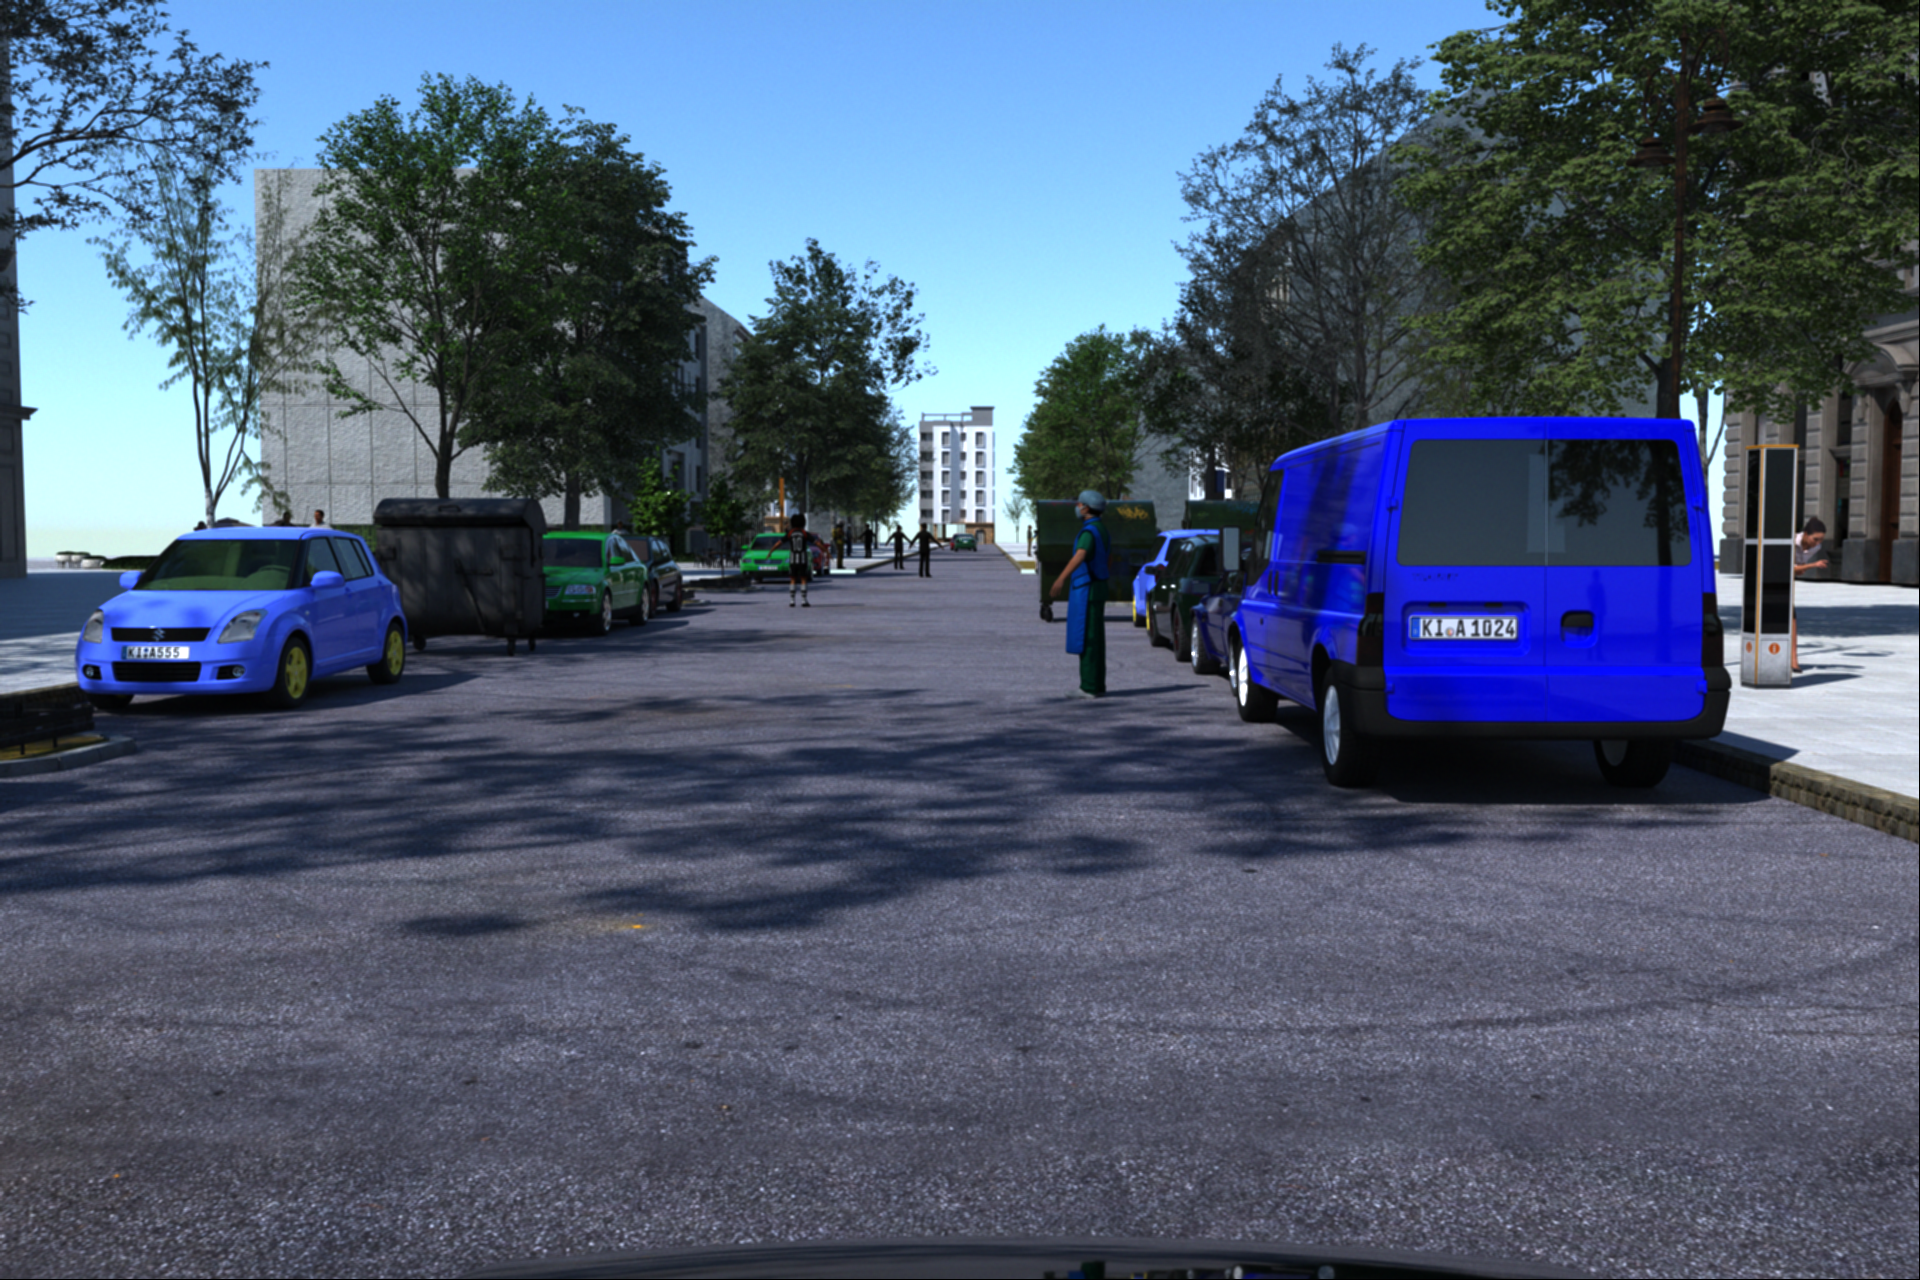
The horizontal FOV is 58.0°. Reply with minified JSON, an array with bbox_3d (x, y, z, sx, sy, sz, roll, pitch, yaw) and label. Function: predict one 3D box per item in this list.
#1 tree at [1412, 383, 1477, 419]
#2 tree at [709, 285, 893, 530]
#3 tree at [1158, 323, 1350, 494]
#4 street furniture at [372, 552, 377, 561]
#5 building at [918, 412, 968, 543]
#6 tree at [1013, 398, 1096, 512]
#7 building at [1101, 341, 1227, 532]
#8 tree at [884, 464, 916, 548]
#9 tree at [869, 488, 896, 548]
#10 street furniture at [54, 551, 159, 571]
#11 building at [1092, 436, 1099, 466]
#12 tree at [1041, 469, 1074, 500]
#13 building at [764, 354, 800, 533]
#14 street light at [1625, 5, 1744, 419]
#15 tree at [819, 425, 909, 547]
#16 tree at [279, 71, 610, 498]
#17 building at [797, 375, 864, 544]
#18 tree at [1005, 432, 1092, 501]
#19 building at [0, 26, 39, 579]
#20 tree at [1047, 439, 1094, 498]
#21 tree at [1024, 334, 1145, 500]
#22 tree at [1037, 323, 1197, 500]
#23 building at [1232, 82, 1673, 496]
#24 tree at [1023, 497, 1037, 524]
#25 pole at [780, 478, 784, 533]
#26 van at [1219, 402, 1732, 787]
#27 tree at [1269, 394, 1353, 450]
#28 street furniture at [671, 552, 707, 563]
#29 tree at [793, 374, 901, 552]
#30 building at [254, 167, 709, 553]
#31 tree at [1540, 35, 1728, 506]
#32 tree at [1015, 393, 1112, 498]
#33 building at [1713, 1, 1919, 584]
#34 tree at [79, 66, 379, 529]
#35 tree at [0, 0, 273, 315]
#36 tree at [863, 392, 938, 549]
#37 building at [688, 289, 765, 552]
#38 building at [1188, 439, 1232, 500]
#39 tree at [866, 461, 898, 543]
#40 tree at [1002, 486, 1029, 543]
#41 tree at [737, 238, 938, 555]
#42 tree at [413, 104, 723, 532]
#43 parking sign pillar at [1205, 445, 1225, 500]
[{"bbox_3d":[22.909,-7.976,80.778,4.737,8.622,4.395,0,3,0],"label":"tree"},{"bbox_3d":[-8.099,-11.219,90.092,9.857,13.997,8.962,0,3,0],"label":"tree"},{"bbox_3d":[12.529,-8.351,70.948,8.767,10.594,7.601,-2,4,-28],"label":"tree"},{"bbox_3d":[-25.350,-3.711,76.299,5.734,0.657,10.072,0,4,-3],"label":"street furniture"},{"bbox_3d":[-5.966,-24.570,260.594,11.380,20.090,16.016,0,4,8],"label":"building"},{"bbox_3d":[7.747,-13.723,142.493,7.486,12.596,7.792,0,3,0],"label":"tree"},{"bbox_3d":[25.975,-22.610,200.606,19.493,23.208,18.063,0,4,1],"label":"building"},{"bbox_3d":[-6.535,-13.080,164.222,4.737,8.622,4.395,0,3,0],"label":"tree"},{"bbox_3d":[-7.484,-12.706,158.110,4.737,8.622,4.395,0,3,0],"label":"tree"},{"bbox_3d":[-29.377,-2.965,64.108,10.072,0.657,5.734,3,5,42],"label":"street furniture"},{"bbox_3d":[26.809,-23.879,221.357,19.493,23.208,18.063,0,4,1],"label":"building"},{"bbox_3d":[7.903,-11.108,131.982,4.737,8.622,4.395,0,3,0],"label":"tree"},{"bbox_3d":[-22.780,-19.771,179.671,16.016,20.090,11.380,0,4,2],"label":"building"},{"bbox_3d":[6.561,-2.634,15.862,0.468,5.910,1.993,0,4,1],"label":"street light"},{"bbox_3d":[-7.541,-12.145,132.982,7.601,10.594,8.767,-1,4,-23],"label":"tree"},{"bbox_3d":[-11.771,-6.956,39.482,9.928,11.665,9.643,0,3,0],"label":"tree"},{"bbox_3d":[-22.828,-24.580,232.817,19.493,23.208,18.063,0,4,2],"label":"building"},{"bbox_3d":[8.207,-14.356,160.471,9.928,11.665,9.643,0,3,0],"label":"tree"},{"bbox_3d":[-31.862,-13.839,38.283,10.469,25.551,25.511,0,3,0],"label":"building"},{"bbox_3d":[7.300,-9.753,109.829,4.360,8.622,3.978,0,3,0],"label":"tree"},{"bbox_3d":[7.096,-11.050,98.787,7.486,12.596,7.792,0,3,0],"label":"tree"},{"bbox_3d":[7.528,-9.689,84.173,9.928,11.665,9.643,0,3,0],"label":"tree"},{"bbox_3d":[25.358,-16.042,93.215,19.493,23.208,18.063,0,4,0],"label":"building"},{"bbox_3d":[11.842,-18.601,254.484,4.360,8.622,3.978,0,3,0],"label":"tree"},{"bbox_3d":[-6.482,-4.236,63.100,0.158,3.312,0.155,0,3,0],"label":"pole"},{"bbox_3d":[3.053,-0.433,11.457,2.240,2.365,5.245,0,4,0],"label":"van"},{"bbox_3d":[16.148,-8.035,81.728,4.360,8.622,3.978,0,3,0],"label":"tree"},{"bbox_3d":[-15.983,-3.696,76.061,10.072,0.657,5.734,-3,4,-37],"label":"street furniture"},{"bbox_3d":[-8.009,-12.525,122.912,7.486,12.596,7.792,0,3,0],"label":"tree"},{"bbox_3d":[-25.429,-14.267,99.727,16.747,18.905,31.486,0,4,1],"label":"building"},{"bbox_3d":[28.029,-12.960,67.786,12.611,20.169,13.585,0,3,0],"label":"tree"},{"bbox_3d":[7.851,-12.198,125.186,9.928,11.665,9.643,0,3,0],"label":"tree"},{"bbox_3d":[27.243,-13.083,41.626,11.050,23.595,19.941,0,4,1],"label":"building"},{"bbox_3d":[-12.428,-4.756,28.122,4.360,8.622,3.978,0,3,0],"label":"tree"},{"bbox_3d":[-12.151,-6.462,16.028,12.009,13.543,11.850,0,3,0],"label":"tree"},{"bbox_3d":[-7.099,-14.554,148.331,12.009,13.543,11.850,0,3,0],"label":"tree"},{"bbox_3d":[-25.439,-18.504,133.476,19.493,23.208,18.063,0,3,0],"label":"building"},{"bbox_3d":[25.200,-12.407,144.998,9.099,9.664,28.070,0,4,1],"label":"building"},{"bbox_3d":[-12.509,-20.583,254.658,7.486,12.596,7.792,0,3,0],"label":"tree"},{"bbox_3d":[8.905,-19.006,261.112,4.360,8.622,3.978,0,3,0],"label":"tree"},{"bbox_3d":[-7.652,-15.515,109.554,12.611,20.169,13.585,0,3,0],"label":"tree"},{"bbox_3d":[-12.026,-8.976,53.407,9.857,13.997,8.962,0,3,0],"label":"tree"},{"bbox_3d":[7.756,-3.940,52.893,1.447,3.967,1.447,0,4,1],"label":"parking sign pillar"}]
